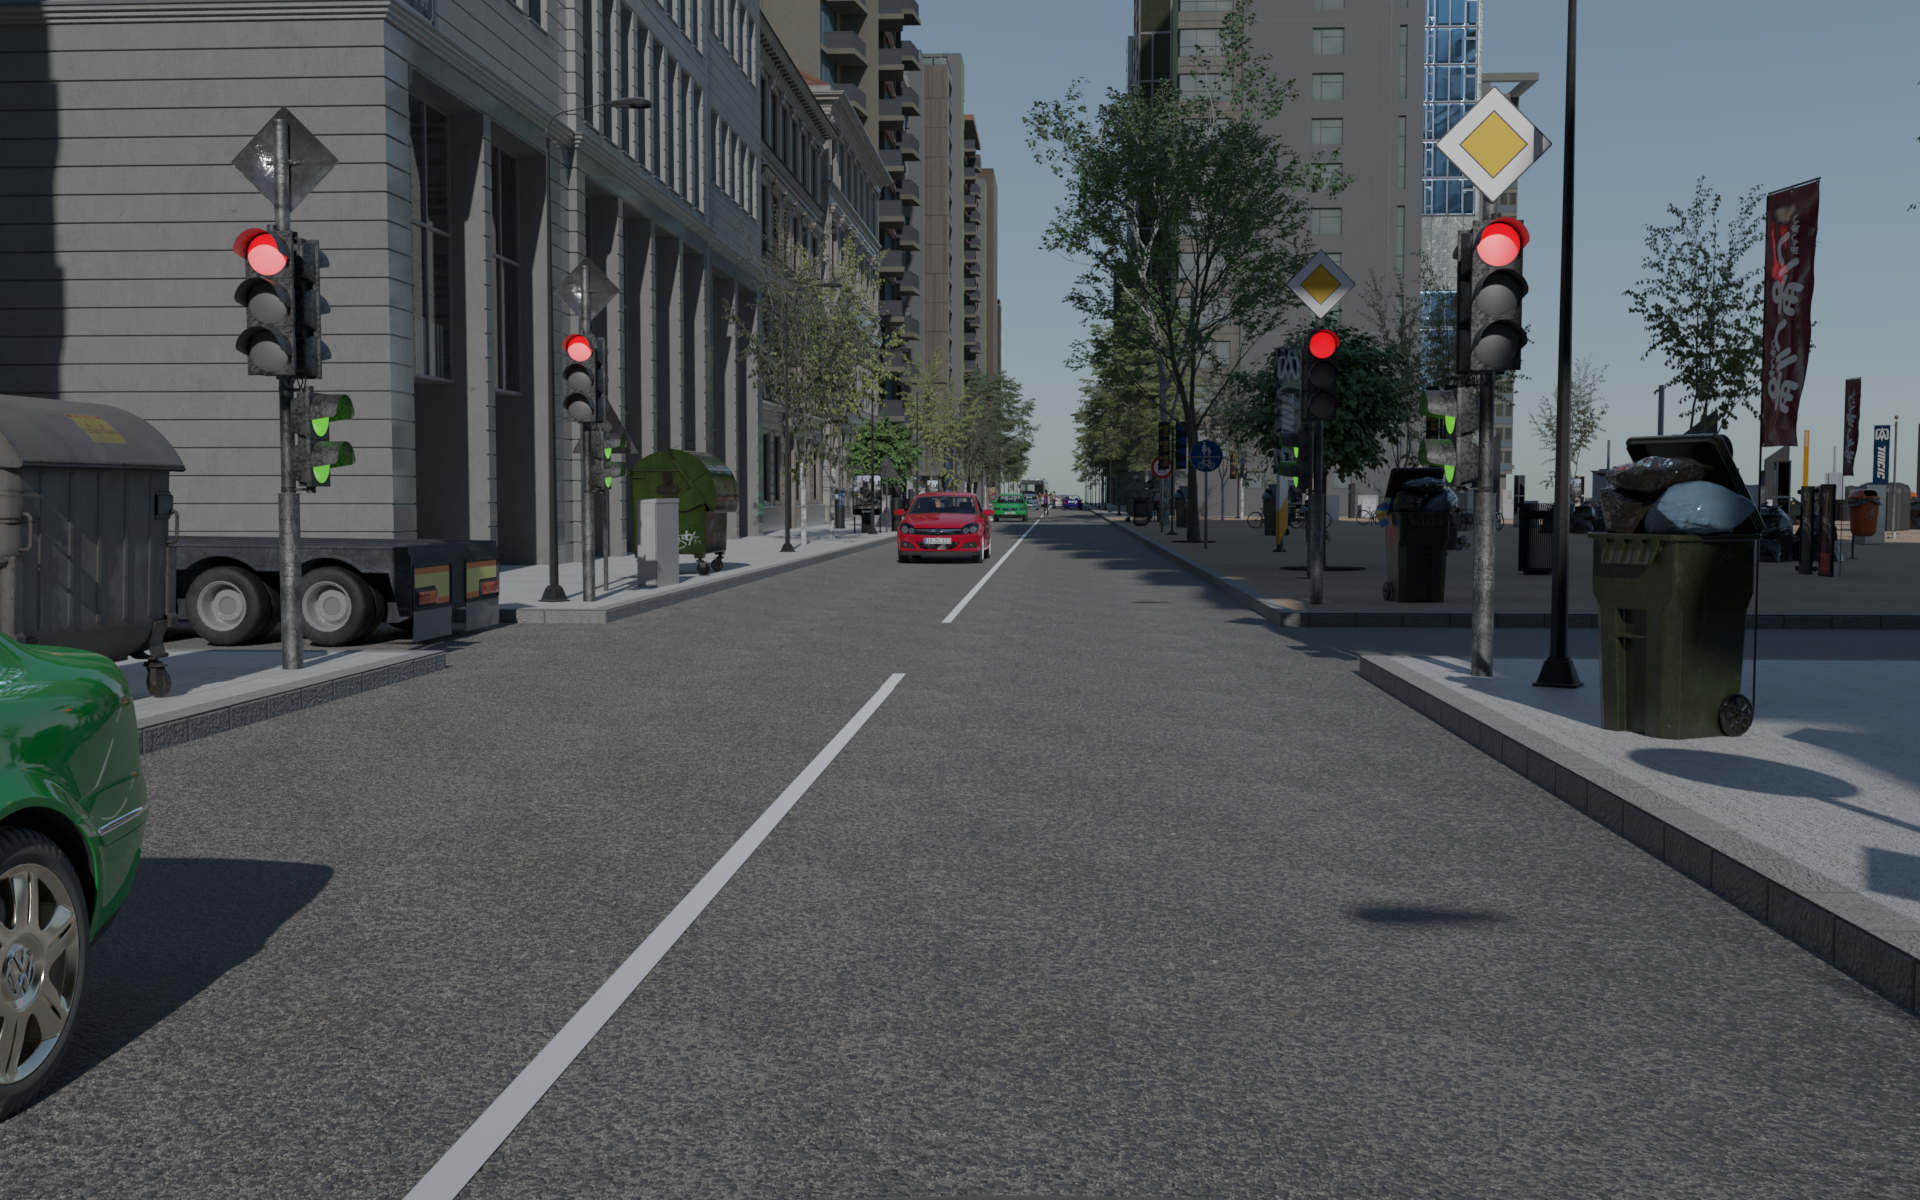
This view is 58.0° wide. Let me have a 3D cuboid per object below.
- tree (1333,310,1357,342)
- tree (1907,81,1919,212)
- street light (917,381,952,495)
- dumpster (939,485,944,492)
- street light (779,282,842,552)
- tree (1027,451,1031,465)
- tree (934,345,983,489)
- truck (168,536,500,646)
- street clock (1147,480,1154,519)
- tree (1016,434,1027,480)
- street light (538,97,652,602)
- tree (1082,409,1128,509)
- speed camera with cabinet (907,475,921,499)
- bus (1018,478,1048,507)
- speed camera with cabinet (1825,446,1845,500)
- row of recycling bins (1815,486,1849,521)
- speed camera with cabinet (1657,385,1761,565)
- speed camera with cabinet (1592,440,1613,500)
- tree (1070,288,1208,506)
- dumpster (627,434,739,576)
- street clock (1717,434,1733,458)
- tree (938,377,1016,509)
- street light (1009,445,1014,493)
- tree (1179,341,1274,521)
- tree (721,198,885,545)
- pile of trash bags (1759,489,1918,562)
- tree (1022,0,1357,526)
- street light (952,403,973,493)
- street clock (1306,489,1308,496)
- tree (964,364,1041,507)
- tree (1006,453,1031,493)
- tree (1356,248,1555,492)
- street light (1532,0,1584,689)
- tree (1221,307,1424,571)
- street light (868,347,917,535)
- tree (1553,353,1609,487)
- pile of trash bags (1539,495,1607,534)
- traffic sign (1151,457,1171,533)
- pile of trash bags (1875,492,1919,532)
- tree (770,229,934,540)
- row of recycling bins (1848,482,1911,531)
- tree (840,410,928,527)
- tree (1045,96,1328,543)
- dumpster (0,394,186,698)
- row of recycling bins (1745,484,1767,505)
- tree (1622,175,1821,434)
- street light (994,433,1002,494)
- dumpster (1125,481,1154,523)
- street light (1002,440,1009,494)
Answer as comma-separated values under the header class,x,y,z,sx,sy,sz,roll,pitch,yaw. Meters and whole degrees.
class,x,y,z,sx,sy,sz,roll,pitch,yaw
tree,14.003,-6.433,55.534,4.360,8.622,3.978,0,3,0
tree,17.501,-4.763,28.245,4.737,8.622,4.395,0,3,0
street light,-1.225,-6.059,71.603,1.470,5.913,1.316,0,4,3
dumpster,-1.421,-4.595,80.893,1.264,1.857,1.865,0,4,3
street light,-3.273,-4.010,38.098,1.470,5.913,1.316,0,4,3
tree,6.294,-15.735,207.633,4.360,8.622,3.978,0,3,0
tree,-1.208,-8.222,84.789,4.737,8.622,4.395,0,3,0
truck,-14.320,-1.713,17.775,18.799,4.110,2.967,0,4,4
street clock,9.734,-5.127,88.394,0.471,2.002,0.358,2,4,25
tree,2.246,-11.493,138.265,4.360,8.622,3.978,0,3,0
street light,-4.304,-2.931,20.460,1.470,5.913,1.316,0,4,3
tree,12.051,-11.921,145.278,4.360,8.622,3.978,0,3,0
speed camera with cabinet,-2.119,-5.813,89.385,0.660,3.252,2.038,1,4,21
bus,8.259,-12.045,191.800,2.948,3.499,13.247,0,4,5
speed camera with cabinet,36.865,-4.718,71.468,2.038,3.252,0.660,3,4,37
row of recycling bins,42.338,-4.686,83.723,1.069,1.692,3.534,0,4,-2
speed camera with cabinet,13.426,-2.274,31.511,2.038,3.252,0.660,1,4,12
speed camera with cabinet,24.053,-4.261,64.003,0.660,3.252,2.038,3,5,44
tree,9.995,-10.869,95.834,7.486,12.596,7.792,0,3,0
dumpster,-4.480,-1.553,27.884,1.502,2.255,1.985,0,4,3
street clock,9.084,-1.002,20.947,0.358,2.002,0.471,-1,4,-13
tree,0.462,-9.746,109.708,4.360,8.622,3.978,0,3,0
street light,4.261,-11.749,164.638,1.470,5.913,1.316,0,4,3
tree,12.287,-7.981,80.855,4.360,8.622,3.978,0,3,0
tree,-3.905,-5.679,43.210,4.360,8.622,3.978,0,3,0
pile of trash bags,16.304,-1.456,33.555,3.447,1.369,1.912,-1,4,-15
tree,8.609,-12.948,67.581,12.611,20.169,13.585,0,3,0
street light,-0.248,-7.090,88.469,1.470,5.913,1.316,0,4,3
street clock,16.646,-4.770,82.567,0.358,2.002,0.471,1,4,20
tree,2.879,-16.159,170.857,9.857,13.997,8.962,0,3,0
tree,7.986,-17.958,243.971,4.737,8.622,4.395,0,3,0
tree,14.224,-6.076,49.707,4.360,8.622,3.978,0,3,0
street light,3.462,-2.380,11.447,1.470,5.913,1.316,0,4,3
tree,6.249,-2.789,29.320,4.285,4.588,4.351,0,3,0
street light,-2.235,-5.034,54.850,1.470,5.913,1.316,0,4,3
tree,32.215,-8.614,91.208,4.360,8.622,3.978,0,3,0
pile of trash bags,20.663,-2.893,57.060,3.447,1.369,1.912,-3,5,-41
traffic sign,6.726,-3.520,57.651,0.768,2.556,0.104,1,4,13
pile of trash bags,35.172,-3.241,62.745,1.912,1.369,3.447,0,4,-3
tree,-3.577,-6.027,48.903,4.737,8.622,4.395,0,3,0
row of recycling bins,32.206,-3.251,60.274,3.534,1.692,1.069,-3,5,-45
tree,-2.969,-5.115,67.340,4.285,4.588,4.351,0,3,0
tree,6.079,-7.326,45.534,9.928,11.665,9.643,0,3,0
dumpster,-5.595,-0.271,10.194,1.264,1.857,1.865,0,4,3
row of recycling bins,33.093,-4.065,73.577,3.534,1.692,1.069,-3,4,-38
tree,17.819,-5.542,40.966,4.737,8.622,4.395,0,3,0
street light,2.220,-9.694,131.041,1.470,5.913,1.316,0,4,3
dumpster,8.121,-4.444,78.411,1.264,1.857,1.865,0,4,3
street light,3.193,-10.719,147.796,1.470,5.913,1.316,0,4,3
